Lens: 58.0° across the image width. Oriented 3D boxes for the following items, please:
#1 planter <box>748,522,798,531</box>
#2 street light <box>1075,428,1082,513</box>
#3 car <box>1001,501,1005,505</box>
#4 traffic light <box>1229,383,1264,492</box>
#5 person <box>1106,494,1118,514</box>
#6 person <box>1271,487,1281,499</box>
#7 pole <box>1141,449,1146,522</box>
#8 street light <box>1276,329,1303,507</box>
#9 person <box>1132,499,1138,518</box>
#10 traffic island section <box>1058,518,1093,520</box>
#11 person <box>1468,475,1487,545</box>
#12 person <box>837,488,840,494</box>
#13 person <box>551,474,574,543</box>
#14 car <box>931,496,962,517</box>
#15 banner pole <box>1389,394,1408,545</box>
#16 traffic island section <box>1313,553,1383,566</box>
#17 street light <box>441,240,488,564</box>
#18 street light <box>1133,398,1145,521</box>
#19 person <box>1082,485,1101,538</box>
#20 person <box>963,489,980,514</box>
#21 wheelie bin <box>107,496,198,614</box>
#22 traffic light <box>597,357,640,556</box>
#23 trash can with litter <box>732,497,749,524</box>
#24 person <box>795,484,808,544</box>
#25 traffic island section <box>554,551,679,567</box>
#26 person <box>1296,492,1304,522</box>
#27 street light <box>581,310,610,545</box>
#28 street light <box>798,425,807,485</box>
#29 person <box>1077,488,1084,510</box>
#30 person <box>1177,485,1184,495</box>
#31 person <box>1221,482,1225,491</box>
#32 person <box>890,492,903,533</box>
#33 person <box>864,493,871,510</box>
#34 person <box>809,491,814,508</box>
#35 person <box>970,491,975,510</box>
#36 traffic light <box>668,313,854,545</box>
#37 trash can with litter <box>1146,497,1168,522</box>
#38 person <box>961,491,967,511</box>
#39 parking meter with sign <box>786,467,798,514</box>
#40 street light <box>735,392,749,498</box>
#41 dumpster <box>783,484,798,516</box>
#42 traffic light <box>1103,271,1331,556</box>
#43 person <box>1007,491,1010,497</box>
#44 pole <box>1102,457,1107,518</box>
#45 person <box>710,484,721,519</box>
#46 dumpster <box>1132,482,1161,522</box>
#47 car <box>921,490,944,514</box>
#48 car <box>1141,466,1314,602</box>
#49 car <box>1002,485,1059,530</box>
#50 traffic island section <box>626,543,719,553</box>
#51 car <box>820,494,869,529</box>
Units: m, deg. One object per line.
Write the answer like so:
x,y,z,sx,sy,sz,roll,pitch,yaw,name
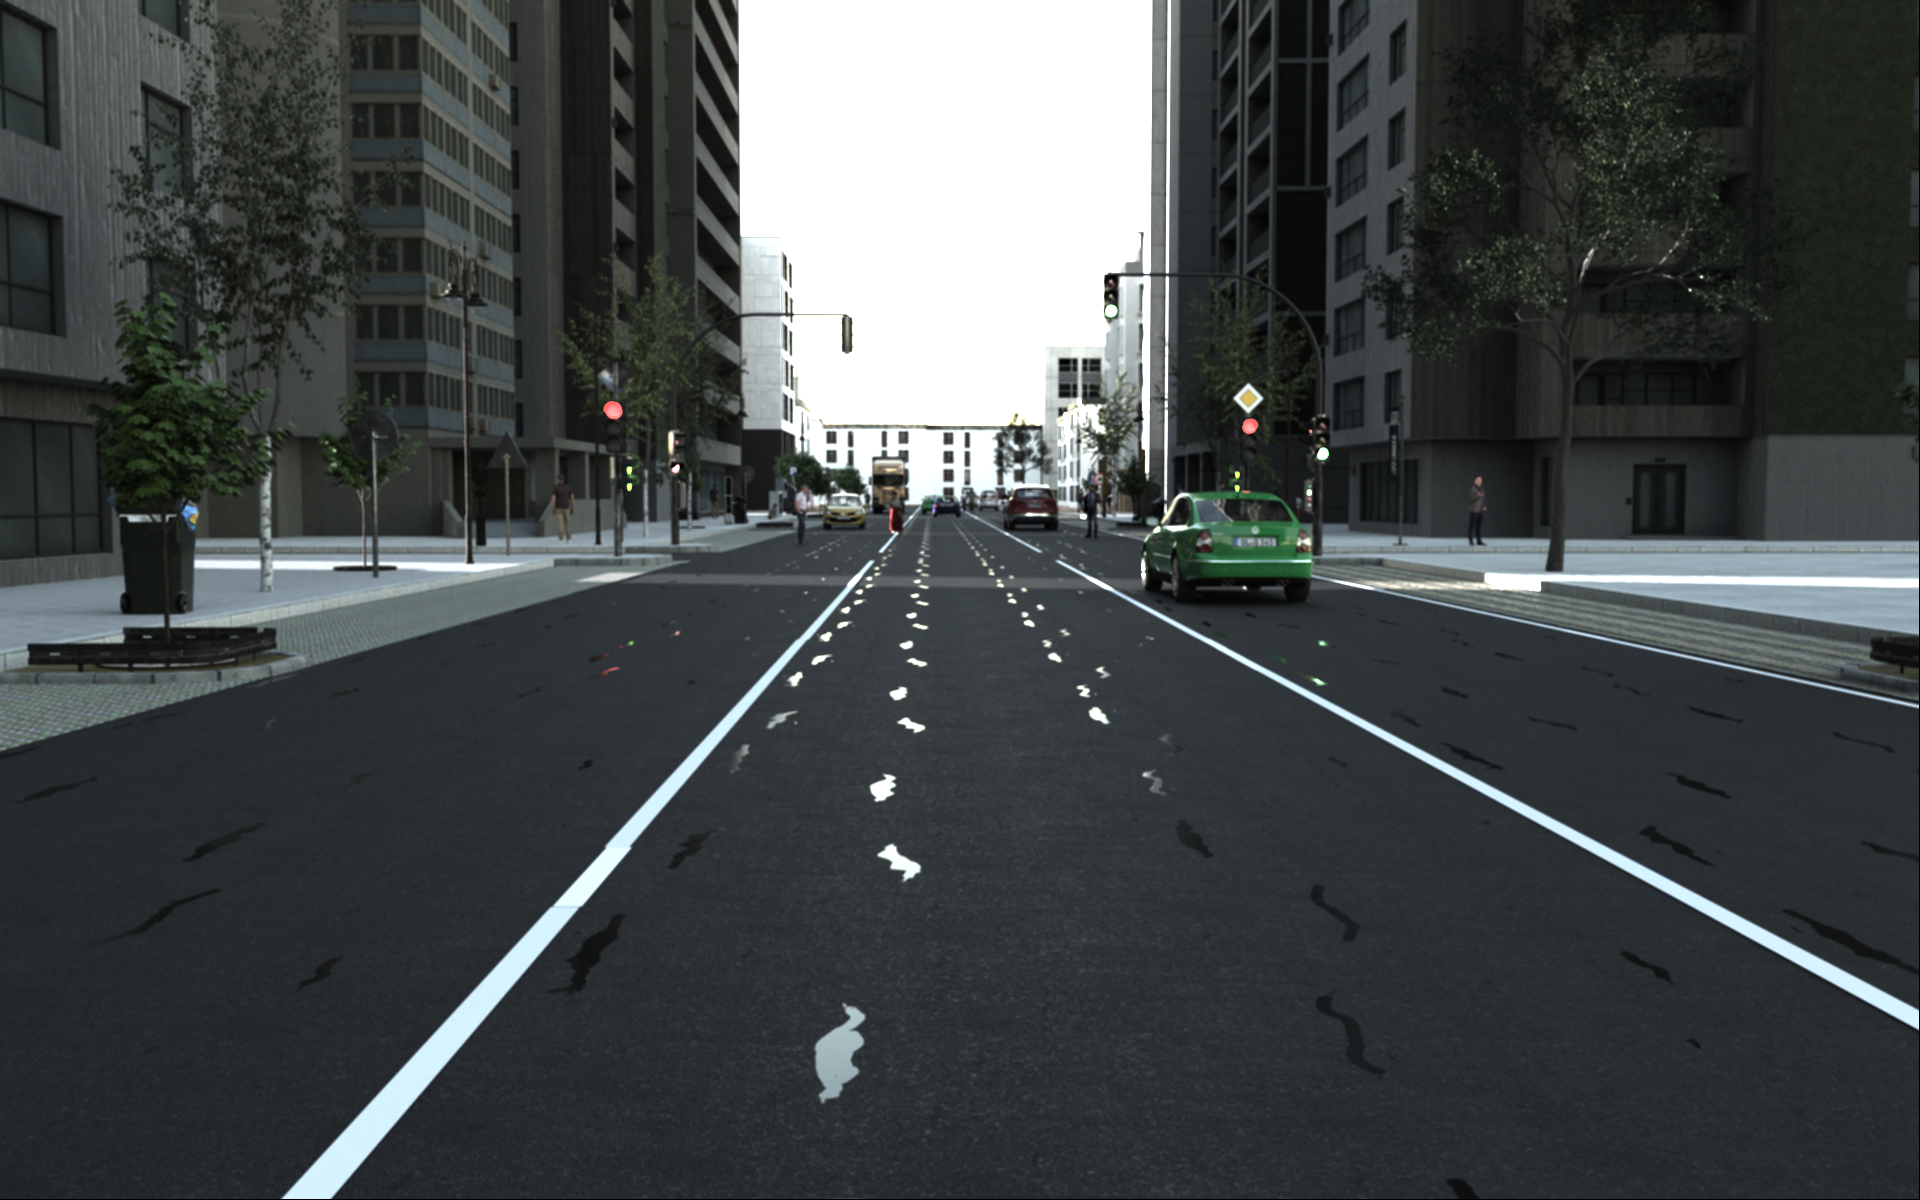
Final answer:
-7.268,-2.885,68.316,1.991,0.319,1.994,0,4,-1,planter
8.138,-8.918,118.604,0.468,5.910,1.993,0,4,-1,street light
3.059,-4.470,84.881,2.131,1.459,4.920,0,3,0,car
7.244,-3.356,43.784,0.839,4.253,0.868,0,4,-1,traffic light
9.585,-6.119,109.284,0.628,1.438,0.799,1,4,22,person
11.881,-3.521,65.828,0.569,1.553,0.471,2,4,34,person
8.242,-5.129,77.707,0.158,3.312,0.155,0,3,0,pole
9.230,-4.640,48.645,0.468,5.910,1.993,0,4,-1,street light
8.657,-4.926,86.452,0.599,1.838,0.709,0,4,-2,person
6.440,-4.442,95.500,1.991,0.108,1.994,0,4,-1,traffic island section
12.995,-2.239,43.174,0.617,1.759,0.750,-1,4,-22,person
-10.985,-9.255,157.454,0.705,1.812,1.348,1,4,9,person
-10.498,-2.421,45.762,0.598,1.807,0.434,-1,4,-19,person
-0.835,-5.844,108.129,1.945,1.354,3.894,0,4,-1,car
10.991,-3.276,43.579,0.401,3.779,0.863,-1,4,-15,banner pole
7.414,-0.834,35.915,2.009,0.180,2.903,0,4,-1,traffic island section
-9.043,-3.606,31.746,0.468,5.910,1.993,0,4,-1,street light
8.650,-6.778,83.612,0.468,5.910,1.993,0,4,-1,street light
4.321,-2.920,57.070,0.655,1.722,0.431,3,4,38,person
0.860,-7.163,125.613,1.348,1.824,0.705,0,4,-2,person
-8.663,-0.658,18.663,0.980,1.594,0.693,0,4,-7,wheelie bin
-7.025,-2.852,35.551,0.839,4.253,0.868,0,4,-1,traffic light
-9.549,-3.899,75.130,0.624,1.170,1.055,1,4,9,trash can with litter
-4.480,-2.456,49.595,0.436,1.711,0.756,1,4,20,person
-7.065,-0.820,35.685,2.009,0.180,2.903,0,4,-1,traffic island section
13.379,-3.558,68.133,0.340,1.345,0.435,-1,4,-22,person
-9.174,-4.340,43.747,0.468,5.910,1.993,0,4,-1,street light
-10.332,-8.613,113.608,0.468,5.910,1.993,0,4,-1,street light
9.797,-8.209,140.946,0.721,1.739,1.217,2,4,31,person
10.686,-4.720,84.161,0.436,1.711,0.756,2,4,32,person
10.591,-3.825,69.113,0.750,1.759,0.617,2,4,33,person
-2.373,-3.257,64.227,0.523,1.526,0.387,-1,4,-23,person
-8.137,-8.782,152.608,0.617,1.759,0.750,-1,4,-9,person
-13.147,-9.006,153.953,0.621,1.740,0.551,-2,4,-34,person
1.134,-8.968,155.945,0.721,1.723,1.217,1,4,16,person
-5.065,-4.216,43.604,4.771,5.953,1.251,0,4,-1,traffic light
8.926,-4.141,79.094,1.055,1.170,0.624,-3,4,-38,trash can with litter
0.273,-8.140,142.520,0.436,1.711,0.756,3,5,44,person
-10.690,-6.935,109.642,0.543,3.016,1.738,0,4,6,parking meter with sign
-9.876,-6.476,78.674,0.468,5.910,1.993,0,4,-1,street light
-10.328,-5.934,102.779,1.264,1.857,1.865,0,4,-1,dumpster
5.284,-3.728,35.625,4.771,5.953,1.251,0,4,-1,traffic light
4.328,-8.995,156.271,0.721,1.736,1.217,3,5,42,person
7.888,-6.159,94.545,0.158,3.312,0.155,0,3,0,pole
-12.585,-5.077,89.186,0.434,1.807,0.598,-3,5,-41,person
8.766,-4.620,81.295,1.264,1.857,1.865,0,4,-1,dumpster
-1.822,-7.073,124.447,1.959,1.807,4.718,0,4,0,car
3.677,-0.954,24.388,1.959,1.807,4.718,0,4,-3,car
2.870,-3.799,70.784,2.281,1.827,5.304,0,4,-2,car
-7.195,-1.308,43.669,2.009,0.180,2.903,0,4,-1,traffic island section
-4.836,-3.822,72.719,2.015,1.641,3.980,0,4,-2,car
